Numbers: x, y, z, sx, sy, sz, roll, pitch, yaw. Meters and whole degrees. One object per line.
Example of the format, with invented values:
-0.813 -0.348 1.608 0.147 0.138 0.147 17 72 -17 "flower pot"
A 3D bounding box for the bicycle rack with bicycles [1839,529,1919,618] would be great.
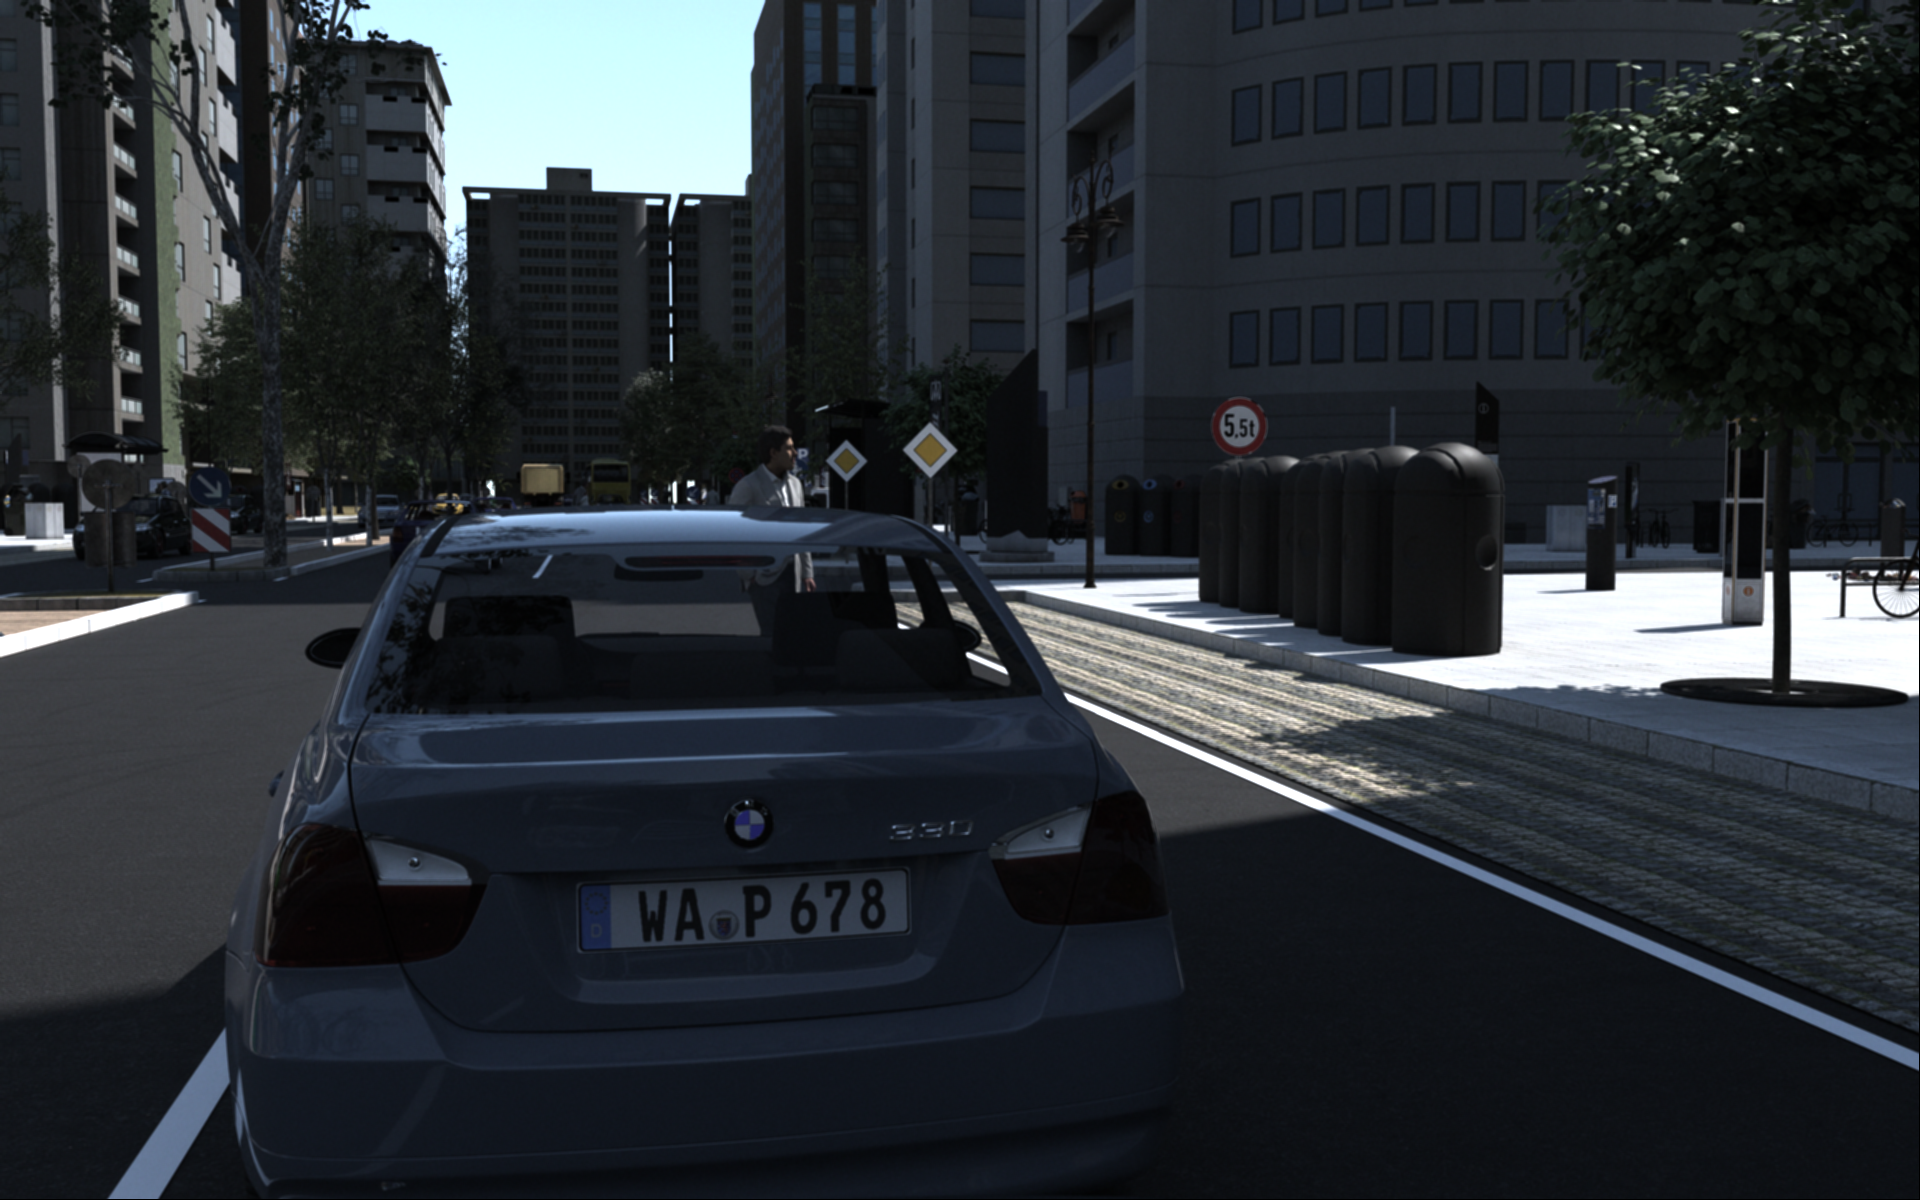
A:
10.430 -0.237 17.261 2.925 0.926 2.852 -1 4 -11 "bicycle rack with bicycles"

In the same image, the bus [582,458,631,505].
-24.124 -7.753 118.306 2.896 3.916 12.252 -1 4 -14 "bus"

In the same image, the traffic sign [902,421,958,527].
-0.418 -1.246 24.019 0.795 2.450 0.064 -1 4 -12 "traffic sign"

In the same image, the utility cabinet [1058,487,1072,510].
3.221 -2.729 53.298 0.318 1.500 1.173 1 4 11 "utility cabinet"

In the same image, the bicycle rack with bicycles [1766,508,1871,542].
20.956 -1.805 42.894 2.925 0.926 2.852 -2 4 -28 "bicycle rack with bicycles"

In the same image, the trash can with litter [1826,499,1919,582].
13.851 -0.909 25.924 1.678 1.210 2.233 0 4 -1 "trash can with litter"

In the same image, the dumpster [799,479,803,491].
-6.943 -4.324 73.196 1.502 2.255 1.985 -1 4 -12 "dumpster"

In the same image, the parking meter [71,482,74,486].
-40.481 -4.500 79.293 0.399 1.863 0.255 3 4 37 "parking meter"

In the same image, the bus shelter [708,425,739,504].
-13.177 -7.418 98.910 2.179 5.291 8.768 -1 4 -12 "bus shelter"

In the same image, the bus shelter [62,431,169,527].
-28.484 -3.959 58.657 2.014 3.302 5.546 -1 4 -12 "bus shelter"

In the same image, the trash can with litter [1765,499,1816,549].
19.337 -1.776 40.428 1.055 1.170 0.624 -1 4 -12 "trash can with litter"

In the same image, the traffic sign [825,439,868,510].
-2.085 -1.724 31.829 0.795 2.450 0.064 -1 4 -12 "traffic sign"

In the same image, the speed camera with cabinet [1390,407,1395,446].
10.493 -2.740 39.142 2.038 3.252 0.660 2 4 31 "speed camera with cabinet"

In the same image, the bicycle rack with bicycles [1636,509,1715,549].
17.295 -1.730 41.670 2.852 0.926 2.925 2 4 29 "bicycle rack with bicycles"

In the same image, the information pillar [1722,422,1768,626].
7.687 -0.762 16.957 0.304 2.012 0.304 0 4 5 "information pillar"

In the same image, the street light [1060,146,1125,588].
1.778 -3.102 23.503 0.468 5.910 1.993 -1 4 -12 "street light"

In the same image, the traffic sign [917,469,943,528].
-0.711 -2.651 43.342 0.884 2.594 0.081 0 4 -7 "traffic sign"

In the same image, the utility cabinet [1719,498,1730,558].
15.778 -1.478 35.332 0.306 1.237 1.020 3 4 38 "utility cabinet"

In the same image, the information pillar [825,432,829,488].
-4.813 -4.476 64.539 0.504 3.616 0.183 1 4 15 "information pillar"

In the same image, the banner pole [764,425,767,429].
-7.049 -4.446 62.704 0.401 3.779 0.863 0 4 -3 "banner pole"

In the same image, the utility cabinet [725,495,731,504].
-12.345 -4.975 92.502 0.306 1.237 1.020 -1 4 -15 "utility cabinet"

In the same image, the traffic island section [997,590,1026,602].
-0.397 -0.111 24.101 2.009 0.180 2.903 -1 4 -12 "traffic island section"

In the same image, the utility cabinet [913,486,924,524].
-1.307 -2.318 46.573 0.318 1.500 1.173 -2 4 -24 "utility cabinet"

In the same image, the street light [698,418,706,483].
-15.740 -8.108 105.357 0.468 5.910 1.993 -1 4 -12 "street light"

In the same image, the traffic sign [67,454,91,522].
-28.167 -3.382 55.401 0.768 2.556 0.104 0 4 -2 "traffic sign"

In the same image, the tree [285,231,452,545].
-16.484 -5.828 48.102 4.360 8.622 3.978 0 3 0 "tree"

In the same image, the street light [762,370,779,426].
-7.072 -5.624 64.736 0.468 5.910 1.993 -1 4 -12 "street light"

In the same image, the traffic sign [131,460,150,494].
-30.910 -3.983 65.124 0.884 2.594 0.081 0 4 -7 "traffic sign"

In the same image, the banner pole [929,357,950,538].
-0.364 -2.561 31.894 0.401 3.779 0.863 -2 4 -31 "banner pole"

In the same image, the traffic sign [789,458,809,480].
-5.798 -3.781 61.931 0.768 2.556 0.104 0 4 -8 "traffic sign"

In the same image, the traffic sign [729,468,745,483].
-10.727 -5.085 83.243 0.768 2.556 0.104 0 4 -4 "traffic sign"

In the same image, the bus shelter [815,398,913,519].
-2.543 -3.321 45.581 1.731 3.624 6.357 -1 4 -12 "bus shelter"

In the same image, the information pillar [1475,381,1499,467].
10.945 -2.735 36.064 0.504 3.616 0.183 0 4 -5 "information pillar"

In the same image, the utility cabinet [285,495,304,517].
-37.018 -5.206 96.277 1.020 1.237 0.306 0 4 1 "utility cabinet"

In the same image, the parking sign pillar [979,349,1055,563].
1.081 -2.715 32.856 1.447 3.967 1.447 -3 5 -40 "parking sign pillar"

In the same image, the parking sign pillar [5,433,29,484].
-42.114 -5.436 77.353 1.447 3.967 1.447 3 4 36 "parking sign pillar"

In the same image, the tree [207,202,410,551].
-15.676 -5.507 42.855 4.737 8.622 4.395 0 3 0 "tree"

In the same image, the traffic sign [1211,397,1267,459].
3.664 -1.392 22.863 0.768 2.556 0.104 -1 4 -10 "traffic sign"

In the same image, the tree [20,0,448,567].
-14.715 -10.728 33.753 12.611 20.169 13.585 0 3 0 "tree"

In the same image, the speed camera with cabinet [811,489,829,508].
-4.155 -3.940 58.758 2.038 3.252 0.660 3 4 39 "speed camera with cabinet"

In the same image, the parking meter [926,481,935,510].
-1.306 -4.331 76.529 0.399 1.863 0.255 0 4 7 "parking meter"

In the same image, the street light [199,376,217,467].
-29.544 -5.834 68.168 0.468 5.910 1.993 -1 4 -12 "street light"

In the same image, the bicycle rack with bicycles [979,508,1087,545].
2.131 -1.915 44.686 2.852 0.926 2.925 -2 4 -26 "bicycle rack with bicycles"

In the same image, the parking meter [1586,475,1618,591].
8.562 -0.899 23.114 0.372 1.533 0.369 0 3 0 "parking meter"

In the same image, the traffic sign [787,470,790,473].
-6.310 -3.696 60.538 0.768 2.556 0.104 0 4 -3 "traffic sign"
